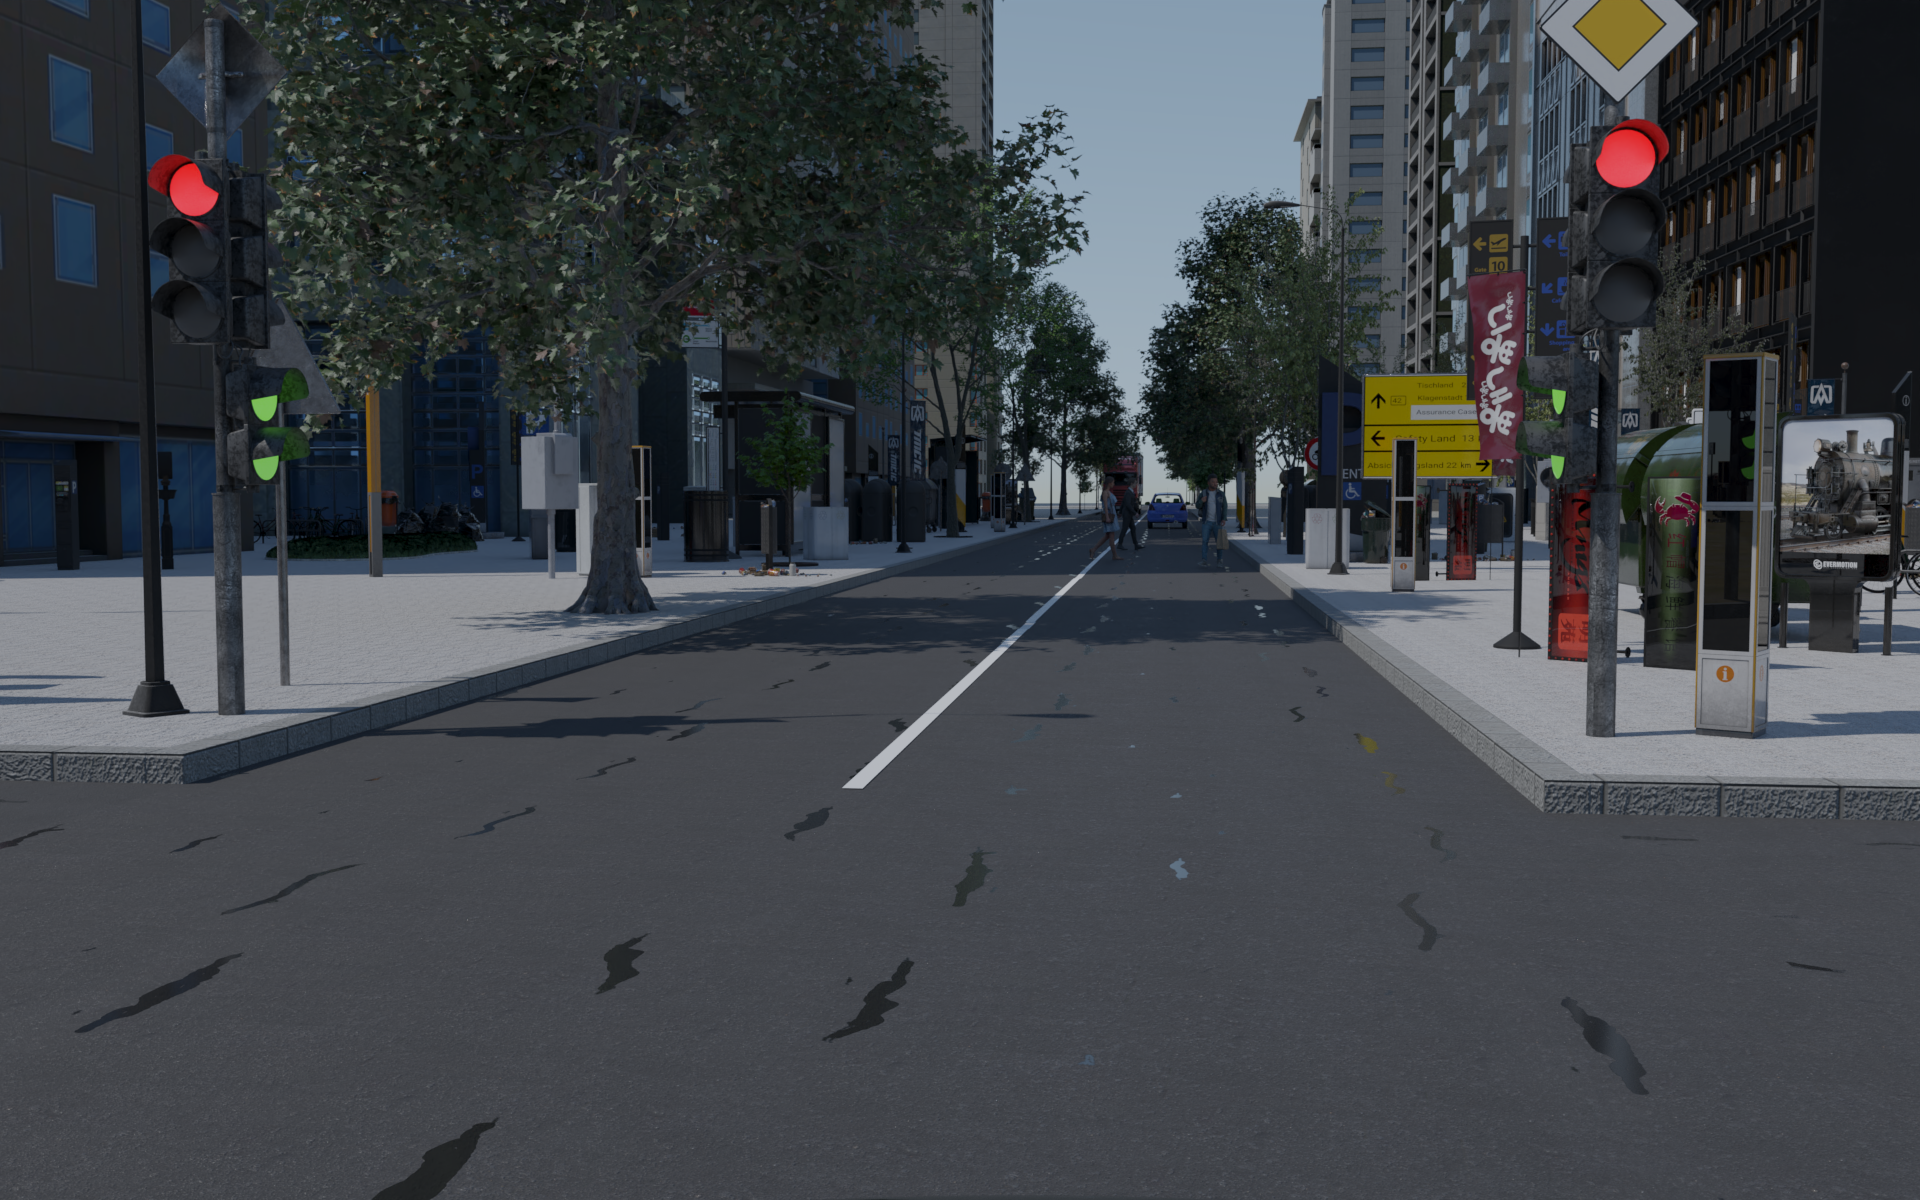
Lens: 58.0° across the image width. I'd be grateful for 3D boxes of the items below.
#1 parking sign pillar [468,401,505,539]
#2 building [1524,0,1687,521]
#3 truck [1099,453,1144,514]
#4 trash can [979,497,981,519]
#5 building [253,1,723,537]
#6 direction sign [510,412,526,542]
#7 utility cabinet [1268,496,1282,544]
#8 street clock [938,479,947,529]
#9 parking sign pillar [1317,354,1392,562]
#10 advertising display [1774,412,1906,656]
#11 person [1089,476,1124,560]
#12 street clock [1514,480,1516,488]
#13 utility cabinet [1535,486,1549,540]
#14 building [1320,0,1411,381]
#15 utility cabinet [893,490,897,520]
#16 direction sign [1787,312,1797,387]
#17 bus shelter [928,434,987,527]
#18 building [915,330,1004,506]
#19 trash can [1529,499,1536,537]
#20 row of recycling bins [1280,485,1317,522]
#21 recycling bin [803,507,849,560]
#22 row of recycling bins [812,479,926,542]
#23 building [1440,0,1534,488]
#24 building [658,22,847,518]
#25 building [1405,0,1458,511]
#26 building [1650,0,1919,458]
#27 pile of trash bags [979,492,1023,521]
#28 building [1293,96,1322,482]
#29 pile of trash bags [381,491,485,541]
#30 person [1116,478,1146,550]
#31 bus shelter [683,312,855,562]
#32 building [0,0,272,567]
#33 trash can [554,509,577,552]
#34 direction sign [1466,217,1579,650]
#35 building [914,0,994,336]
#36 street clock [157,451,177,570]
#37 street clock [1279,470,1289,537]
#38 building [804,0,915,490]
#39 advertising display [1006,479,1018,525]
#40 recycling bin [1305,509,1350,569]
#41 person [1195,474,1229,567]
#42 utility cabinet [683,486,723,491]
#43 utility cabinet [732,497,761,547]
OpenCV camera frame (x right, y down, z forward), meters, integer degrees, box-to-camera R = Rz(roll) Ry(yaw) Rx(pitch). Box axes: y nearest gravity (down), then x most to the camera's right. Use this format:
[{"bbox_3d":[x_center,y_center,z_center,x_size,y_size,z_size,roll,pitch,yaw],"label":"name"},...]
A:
[{"bbox_3d":[-13.881,-3.752,49.823,1.447,3.967,1.447,-1,4,-15],"label":"parking sign pillar"},{"bbox_3d":[31.706,-15.499,71.430,12.078,24.808,19.932,0,4,7],"label":"building"},{"bbox_3d":[11.315,-8.024,120.100,2.839,4.237,11.283,0,4,8],"label":"truck"},{"bbox_3d":[0.719,-4.486,85.007,0.748,1.137,0.748,0,3,0],"label":"trash can"},{"bbox_3d":[-21.985,-46.061,65.762,22.319,86.520,31.000,0,4,7],"label":"building"},{"bbox_3d":[-11.969,-3.356,46.872,0.379,3.537,0.876,0,4,7],"label":"direction sign"},{"bbox_3d":[8.117,-2.048,44.652,0.306,1.237,1.020,0,4,7],"label":"utility cabinet"},{"bbox_3d":[-0.584,-3.620,63.756,0.358,2.002,0.471,2,4,34],"label":"street clock"},{"bbox_3d":[7.523,-2.737,33.228,1.447,3.967,1.447,1,4,12],"label":"parking sign pillar"},{"bbox_3d":[7.113,-0.540,14.049,0.123,1.923,0.974,-3,4,-36],"label":"advertising display"},{"bbox_3d":[3.176,-1.772,37.564,0.778,1.811,0.616,1,4,17],"label":"person"},{"bbox_3d":[26.198,-4.751,82.249,0.471,2.002,0.358,1,4,19],"label":"street clock"},{"bbox_3d":[16.397,-2.409,48.070,0.318,1.500,1.173,3,5,44],"label":"utility cabinet"},{"bbox_3d":[51.587,-40.036,196.587,21.231,58.520,28.212,0,4,7],"label":"building"},{"bbox_3d":[-3.030,-4.616,84.158,0.318,1.500,1.173,2,4,33],"label":"utility cabinet"},{"bbox_3d":[10.520,-1.834,21.978,0.379,3.537,0.876,2,4,30],"label":"direction sign"},{"bbox_3d":[-0.053,-4.889,71.225,1.731,3.624,6.357,0,4,7],"label":"bus shelter"},{"bbox_3d":[-10.061,-21.669,199.327,27.650,21.520,28.899,0,4,7],"label":"building"},{"bbox_3d":[17.514,-2.478,52.171,0.748,1.137,0.748,0,3,0],"label":"trash can"},{"bbox_3d":[15.864,-4.469,80.187,1.069,1.692,3.534,2,4,35],"label":"row of recycling bins"},{"bbox_3d":[-2.628,-1.305,33.892,0.722,1.027,0.722,-2,4,-24],"label":"recycling bin"},{"bbox_3d":[-2.571,-2.423,46.733,3.534,1.692,1.069,1,4,21],"label":"row of recycling bins"},{"bbox_3d":[41.779,-29.652,104.422,23.786,49.044,30.456,0,4,7],"label":"building"},{"bbox_3d":[-22.319,-31.293,100.873,28.713,52.752,27.495,0,4,7],"label":"building"},{"bbox_3d":[43.237,-42.284,129.600,20.563,71.187,20.611,0,4,7],"label":"building"},{"bbox_3d":[30.015,-13.678,53.311,12.332,23.373,15.834,0,4,7],"label":"building"},{"bbox_3d":[1.767,-4.396,81.627,1.912,1.369,3.447,1,4,21],"label":"pile of trash bags"},{"bbox_3d":[58.455,-38.849,224.421,28.713,52.752,27.495,0,4,7],"label":"building"},{"bbox_3d":[-14.197,-2.200,45.730,1.912,1.369,3.447,1,4,18],"label":"pile of trash bags"},{"bbox_3d":[4.383,-2.203,44.295,0.755,1.850,0.659,0,4,7],"label":"person"},{"bbox_3d":[-4.093,-3.610,36.651,2.179,5.291,8.768,0,4,7],"label":"bus shelter"},{"bbox_3d":[-23.252,-23.351,31.901,14.600,45.320,14.200,0,4,7],"label":"building"},{"bbox_3d":[-8.722,-1.634,38.374,0.748,1.137,0.748,0,3,0],"label":"trash can"},{"bbox_3d":[4.642,-1.366,14.333,0.876,3.537,0.379,1,4,18],"label":"direction sign"},{"bbox_3d":[-4.127,-47.935,221.987,20.563,71.187,20.611,0,4,7],"label":"building"},{"bbox_3d":[-13.493,-1.521,29.444,0.358,2.002,0.471,-2,4,-24],"label":"street clock"},{"bbox_3d":[9.691,-2.855,51.243,0.471,2.002,0.358,-1,4,-22],"label":"street clock"},{"bbox_3d":[-11.443,-29.719,136.009,14.600,45.320,14.200,0,4,7],"label":"building"},{"bbox_3d":[1.937,-4.108,72.385,0.974,1.923,0.123,-1,4,-14],"label":"advertising display"},{"bbox_3d":[6.330,-1.059,29.861,0.722,1.027,0.722,1,4,10],"label":"recycling bin"},{"bbox_3d":[4.948,-1.540,33.656,0.794,1.824,0.713,2,4,30],"label":"person"},{"bbox_3d":[-6.928,-2.328,46.738,1.173,1.500,0.318,2,4,33],"label":"utility cabinet"},{"bbox_3d":[-5.026,-1.897,42.178,1.020,1.237,0.306,2,4,24],"label":"utility cabinet"}]
